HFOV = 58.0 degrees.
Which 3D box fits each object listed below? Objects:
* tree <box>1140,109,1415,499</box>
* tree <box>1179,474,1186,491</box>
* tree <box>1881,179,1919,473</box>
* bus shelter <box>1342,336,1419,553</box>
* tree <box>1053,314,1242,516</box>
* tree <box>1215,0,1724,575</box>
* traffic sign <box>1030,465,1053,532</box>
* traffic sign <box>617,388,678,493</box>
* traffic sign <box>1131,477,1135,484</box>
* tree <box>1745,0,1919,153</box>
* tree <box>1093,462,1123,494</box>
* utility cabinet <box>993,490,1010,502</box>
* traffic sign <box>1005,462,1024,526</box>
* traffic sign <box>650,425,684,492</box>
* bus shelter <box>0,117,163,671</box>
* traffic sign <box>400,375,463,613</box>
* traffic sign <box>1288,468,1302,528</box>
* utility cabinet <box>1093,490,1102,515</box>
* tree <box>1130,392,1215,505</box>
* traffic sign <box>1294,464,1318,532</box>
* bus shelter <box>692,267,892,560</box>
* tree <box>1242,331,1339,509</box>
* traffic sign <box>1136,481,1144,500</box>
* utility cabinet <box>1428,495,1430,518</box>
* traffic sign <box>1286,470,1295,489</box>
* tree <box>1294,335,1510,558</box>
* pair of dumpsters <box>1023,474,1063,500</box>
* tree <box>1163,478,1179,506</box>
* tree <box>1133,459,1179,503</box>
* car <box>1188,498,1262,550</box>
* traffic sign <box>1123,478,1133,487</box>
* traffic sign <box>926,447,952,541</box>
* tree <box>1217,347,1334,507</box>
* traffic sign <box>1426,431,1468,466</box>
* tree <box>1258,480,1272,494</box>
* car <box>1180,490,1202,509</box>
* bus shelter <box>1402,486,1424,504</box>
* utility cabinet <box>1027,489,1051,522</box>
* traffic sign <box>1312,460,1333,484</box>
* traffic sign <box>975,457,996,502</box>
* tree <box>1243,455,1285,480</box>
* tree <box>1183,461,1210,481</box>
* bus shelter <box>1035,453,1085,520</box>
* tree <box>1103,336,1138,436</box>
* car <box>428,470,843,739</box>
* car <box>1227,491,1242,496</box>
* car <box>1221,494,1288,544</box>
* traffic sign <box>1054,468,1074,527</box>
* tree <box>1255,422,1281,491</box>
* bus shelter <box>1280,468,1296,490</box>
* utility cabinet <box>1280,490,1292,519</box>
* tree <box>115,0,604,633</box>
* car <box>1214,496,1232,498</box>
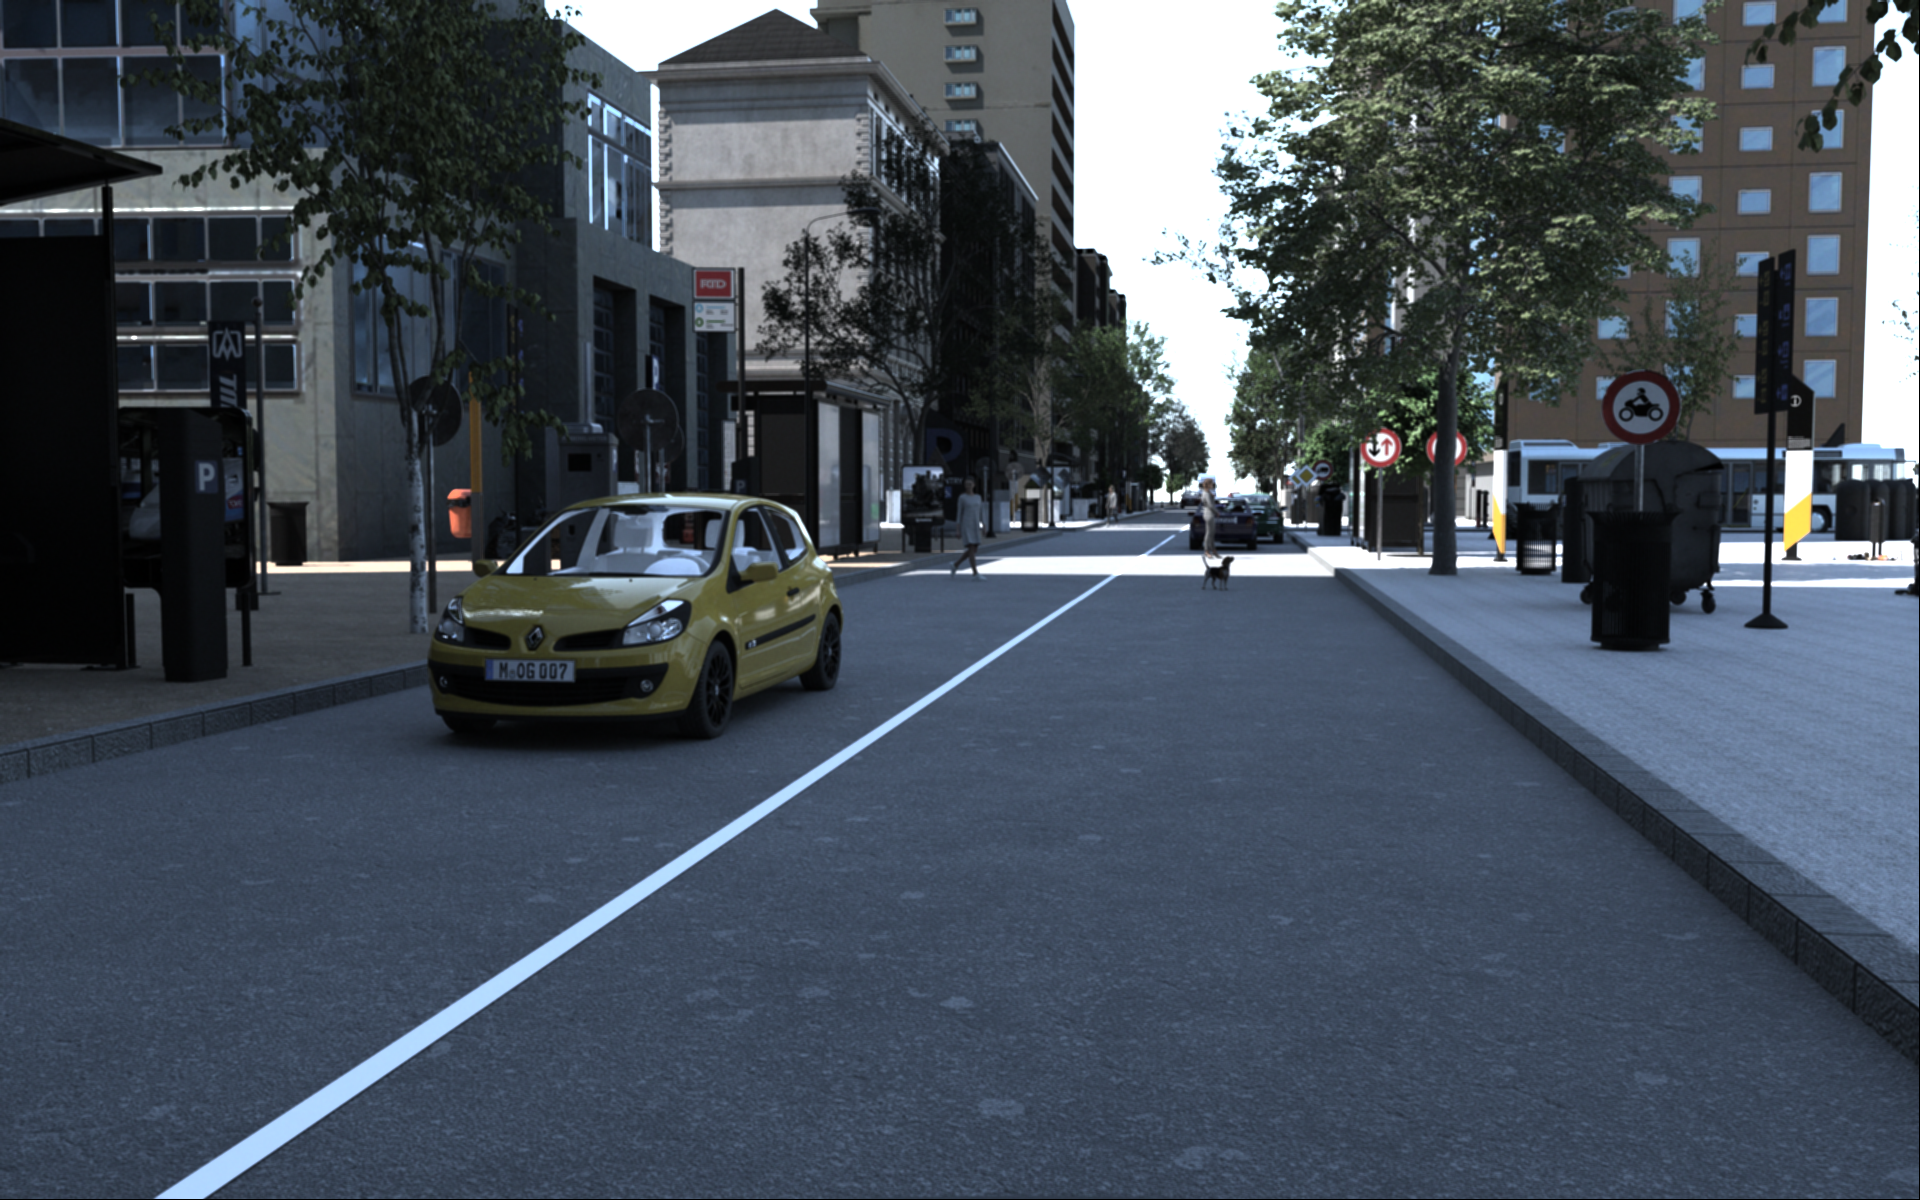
[{"bbox_3d":[15.795,-14.097,86.383,12.611,20.169,13.585,0,3,0],"label":"tree"},{"bbox_3d":[29.420,-15.485,236.896,4.285,4.588,4.351,0,3,0],"label":"tree"},{"bbox_3d":[22.390,-5.375,38.252,4.360,8.622,3.978,0,3,0],"label":"tree"},{"bbox_3d":[10.371,-3.923,41.778,2.179,5.291,8.768,1,4,9],"label":"bus shelter"},{"bbox_3d":[8.985,-10.624,99.463,9.928,11.665,9.643,0,3,0],"label":"tree"},{"bbox_3d":[8.064,-6.657,26.974,7.486,12.596,7.792,0,3,0],"label":"tree"},{"bbox_3d":[2.772,-3.400,59.229,0.795,2.450,0.064,1,4,9],"label":"traffic sign"},{"bbox_3d":[-3.775,-1.273,20.920,0.768,2.556,0.104,1,4,9],"label":"traffic sign"},{"bbox_3d":[13.040,-8.061,131.802,0.884,2.594,0.081,1,4,14],"label":"traffic sign"},{"bbox_3d":[4.999,-3.524,7.978,4.737,8.622,4.395,0,3,0],"label":"tree"},{"bbox_3d":[8.832,-6.813,105.999,1.663,3.219,1.824,0,3,0],"label":"tree"},{"bbox_3d":[2.254,-5.015,90.675,1.173,1.500,0.318,-2,4,-29],"label":"utility cabinet"},{"bbox_3d":[2.141,-4.187,68.559,0.768,2.556,0.104,1,4,18],"label":"traffic sign"},{"bbox_3d":[-4.950,-1.755,28.800,0.768,2.556,0.104,1,4,19],"label":"traffic sign"},{"bbox_3d":[-7.051,-1.123,9.640,1.731,3.624,6.357,1,4,9],"label":"bus shelter"},{"bbox_3d":[-5.676,-1.129,18.569,0.768,2.556,0.104,1,4,16],"label":"traffic sign"},{"bbox_3d":[12.811,-3.795,65.697,0.795,2.450,0.064,1,4,9],"label":"traffic sign"},{"bbox_3d":[8.152,-5.709,102.016,0.318,1.500,1.173,-1,4,-12],"label":"utility cabinet"},{"bbox_3d":[26.205,-18.527,213.287,12.009,13.543,11.850,0,3,0],"label":"tree"},{"bbox_3d":[11.552,-3.313,57.811,0.795,2.450,0.064,1,4,9],"label":"traffic sign"},{"bbox_3d":[-3.246,-3.404,33.293,2.179,5.291,8.768,1,4,9],"label":"bus shelter"},{"bbox_3d":[20.179,-11.211,109.049,9.928,11.665,9.643,0,3,0],"label":"tree"},{"bbox_3d":[14.245,-8.263,137.228,0.606,2.300,0.079,1,4,17],"label":"traffic sign"},{"bbox_3d":[25.798,-5.083,94.272,1.020,1.237,0.306,3,5,44],"label":"utility cabinet"},{"bbox_3d":[18.204,-5.767,94.295,0.884,2.594,0.081,1,4,11],"label":"traffic sign"},{"bbox_3d":[9.456,-3.170,35.548,4.285,4.588,4.351,0,3,0],"label":"tree"},{"bbox_3d":[3.882,-4.826,81.401,1.574,2.255,4.437,1,4,9],"label":"pair of dumpsters"},{"bbox_3d":[22.686,-11.819,187.842,1.663,3.219,1.824,0,3,0],"label":"tree"},{"bbox_3d":[17.370,-10.596,156.957,4.285,4.588,4.351,0,3,0],"label":"tree"},{"bbox_3d":[6.975,-2.025,45.685,1.945,1.354,3.894,1,4,10],"label":"car"},{"bbox_3d":[12.655,-7.994,130.808,0.768,2.556,0.104,1,4,17],"label":"traffic sign"},{"bbox_3d":[-0.656,-2.913,47.639,0.884,2.594,0.081,1,4,16],"label":"traffic sign"},{"bbox_3d":[22.948,-12.757,125.584,9.611,12.733,9.660,0,3,0],"label":"tree"},{"bbox_3d":[9.412,-2.045,33.540,0.768,2.556,0.104,1,4,14],"label":"traffic sign"},{"bbox_3d":[40.193,-14.154,226.014,1.663,3.219,1.824,0,3,0],"label":"tree"},{"bbox_3d":[23.145,-10.076,173.407,2.281,1.827,5.304,1,4,9],"label":"car"},{"bbox_3d":[12.621,-3.668,51.258,1.731,3.624,6.357,1,4,9],"label":"bus shelter"},{"bbox_3d":[3.615,-4.275,78.577,1.173,1.500,0.318,0,4,-3],"label":"utility cabinet"},{"bbox_3d":[13.498,-3.939,64.507,0.768,2.556,0.104,1,4,13],"label":"traffic sign"},{"bbox_3d":[0.874,-3.670,60.117,0.768,2.556,0.104,1,4,18],"label":"traffic sign"},{"bbox_3d":[41.600,-18.612,238.723,8.767,10.594,7.601,-3,5,-42],"label":"tree"},{"bbox_3d":[39.901,-22.322,299.375,7.601,10.594,8.767,-2,4,-25],"label":"tree"},{"bbox_3d":[5.101,-5.757,88.049,2.014,3.302,5.546,1,4,9],"label":"bus shelter"},{"bbox_3d":[3.840,-8.552,74.232,8.767,10.594,7.601,2,4,24],"label":"tree"},{"bbox_3d":[-2.012,-0.076,11.471,2.015,1.641,3.980,1,4,11],"label":"car"},{"bbox_3d":[35.995,-13.322,226.479,2.281,1.827,5.304,1,4,9],"label":"car"},{"bbox_3d":[8.701,-2.436,51.624,2.131,1.459,4.920,1,4,9],"label":"car"},{"bbox_3d":[4.031,-3.882,67.114,0.795,2.450,0.064,1,4,9],"label":"traffic sign"},{"bbox_3d":[27.969,-12.551,155.573,4.360,8.622,3.978,0,3,0],"label":"tree"},{"bbox_3d":[25.788,-8.631,135.041,2.014,3.302,5.546,1,4,9],"label":"bus shelter"},{"bbox_3d":[16.677,-4.862,88.174,0.318,1.500,1.173,2,4,33],"label":"utility cabinet"},{"bbox_3d":[-5.024,-3.985,15.520,4.737,8.622,4.395,0,3,0],"label":"tree"},{"bbox_3d":[11.854,-3.967,77.445,1.945,1.354,3.894,1,4,9],"label":"car"}]
